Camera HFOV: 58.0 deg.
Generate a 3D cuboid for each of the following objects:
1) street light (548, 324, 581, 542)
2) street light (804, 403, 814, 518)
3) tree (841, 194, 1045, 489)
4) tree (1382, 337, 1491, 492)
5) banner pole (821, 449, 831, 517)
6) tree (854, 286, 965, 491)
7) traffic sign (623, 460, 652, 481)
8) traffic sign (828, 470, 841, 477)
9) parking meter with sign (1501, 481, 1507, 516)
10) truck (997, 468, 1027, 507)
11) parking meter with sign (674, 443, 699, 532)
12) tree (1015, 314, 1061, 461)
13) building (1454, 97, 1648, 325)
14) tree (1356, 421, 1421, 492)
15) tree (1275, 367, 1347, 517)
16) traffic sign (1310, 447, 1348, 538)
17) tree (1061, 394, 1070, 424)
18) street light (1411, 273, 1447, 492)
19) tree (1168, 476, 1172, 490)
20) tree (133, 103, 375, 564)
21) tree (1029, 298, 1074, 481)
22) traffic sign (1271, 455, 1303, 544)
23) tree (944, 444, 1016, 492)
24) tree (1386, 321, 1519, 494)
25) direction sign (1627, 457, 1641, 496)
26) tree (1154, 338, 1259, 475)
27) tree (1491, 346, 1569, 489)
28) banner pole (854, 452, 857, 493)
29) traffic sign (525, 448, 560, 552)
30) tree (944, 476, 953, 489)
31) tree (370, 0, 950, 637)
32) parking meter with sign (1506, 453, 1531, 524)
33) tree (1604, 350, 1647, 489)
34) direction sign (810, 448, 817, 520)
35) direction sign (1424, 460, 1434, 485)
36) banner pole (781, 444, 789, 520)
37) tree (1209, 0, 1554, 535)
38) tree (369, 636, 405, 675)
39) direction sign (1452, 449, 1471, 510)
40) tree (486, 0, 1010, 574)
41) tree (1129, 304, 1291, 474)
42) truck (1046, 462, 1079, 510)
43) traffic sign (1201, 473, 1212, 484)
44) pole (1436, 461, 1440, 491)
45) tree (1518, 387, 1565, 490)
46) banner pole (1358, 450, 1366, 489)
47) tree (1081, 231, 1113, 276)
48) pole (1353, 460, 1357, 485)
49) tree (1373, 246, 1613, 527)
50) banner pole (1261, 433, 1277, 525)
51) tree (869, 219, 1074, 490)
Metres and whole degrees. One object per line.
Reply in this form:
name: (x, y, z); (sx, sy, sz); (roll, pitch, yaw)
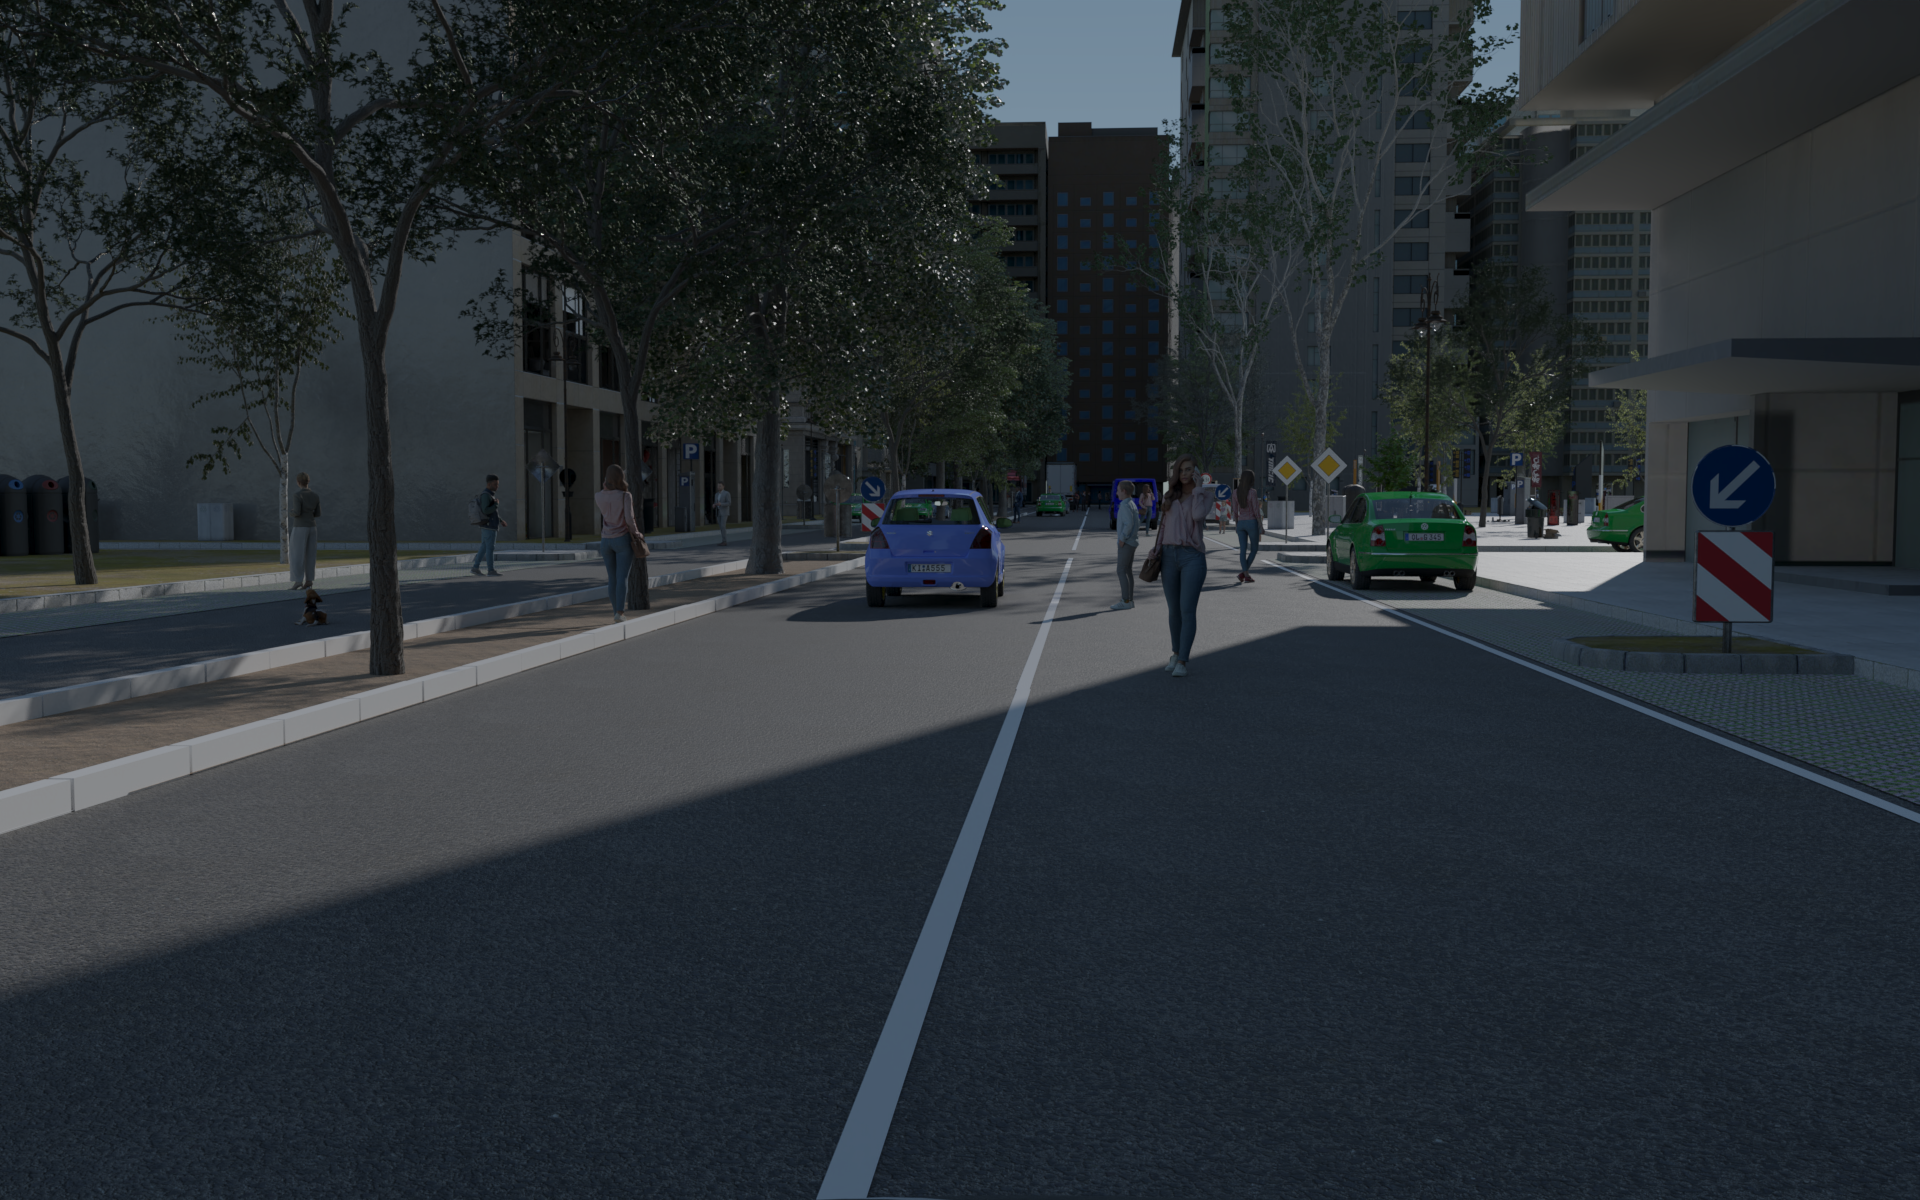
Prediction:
street light: (-10.585, -4.508, 46.498); (0.468, 5.910, 1.993); (0, 4, 4)
street light: (-7.435, -6.962, 86.610); (0.468, 5.910, 1.993); (0, 4, 4)
tree: (-0.796, -8.729, 63.298); (7.486, 12.596, 7.792); (0, 3, 0)
tree: (21.110, -7.847, 78.654); (4.360, 8.622, 3.978); (0, 3, 0)
banner pole: (-7.440, -6.478, 95.930); (0.863, 3.779, 0.401); (3, 5, 40)
tree: (-1.827, -6.273, 55.391); (4.360, 8.622, 3.978); (0, 3, 0)
traffic sign: (-8.587, -2.601, 46.172); (0.795, 2.450, 0.064); (0, 4, 4)
traffic sign: (-6.691, -5.680, 92.967); (0.768, 2.556, 0.104); (0, 4, 5)
parking meter with sign: (32.333, -6.455, 101.804); (0.543, 3.016, 1.738); (-1, 4, -19)
truck: (5.740, -12.218, 188.670); (2.839, 4.237, 11.283); (0, 4, 5)
parking meter with sign: (-9.304, -3.827, 58.825); (0.543, 3.016, 1.738); (0, 4, 4)
tree: (-1.709, -6.846, 48.802); (8.767, 10.594, 7.601); (0, 4, 4)
building: (69.049, -36.202, 211.512); (30.456, 49.044, 23.786); (0, 4, 4)
tree: (11.366, -3.143, 45.988); (1.663, 3.219, 1.824); (0, 3, 0)
tree: (19.701, -8.982, 97.216); (4.737, 8.622, 4.395); (0, 3, 0)
traffic sign: (7.839, -2.033, 36.879); (0.795, 2.450, 0.064); (0, 4, 4)
tree: (1.368, -9.174, 86.863); (8.767, 10.594, 7.601); (0, 4, 4)
street light: (9.803, -3.886, 36.326); (0.468, 5.910, 1.993); (0, 4, 4)
tree: (19.637, -10.126, 160.165); (1.663, 3.219, 1.824); (0, 3, 0)
tree: (-12.647, -4.984, 31.853); (4.360, 8.622, 3.978); (0, 3, 0)
tree: (2.632, -12.168, 108.053); (9.857, 13.997, 8.962); (0, 3, 0)
traffic sign: (8.455, -2.520, 44.840); (0.795, 2.450, 0.064); (0, 4, 4)
tree: (1.412, -8.586, 93.195); (4.737, 8.622, 4.395); (0, 3, 0)
tree: (20.248, -7.496, 72.922); (4.737, 8.622, 4.395); (0, 3, 0)
direction sign: (41.399, -6.998, 106.420); (0.876, 3.537, 0.379); (-1, 4, -13)
tree: (17.550, -12.610, 124.297); (7.486, 12.596, 7.792); (0, 3, 0)
tree: (28.059, -8.283, 85.796); (4.360, 8.622, 3.978); (0, 3, 0)
banner pole: (-6.234, -6.969, 103.953); (0.401, 3.779, 0.863); (-1, 4, -12)
traffic sign: (-9.203, -2.114, 38.211); (0.795, 2.450, 0.064); (0, 4, 4)
tree: (-1.322, -11.447, 181.764); (1.663, 3.219, 1.824); (0, 3, 0)
tree: (-3.917, -5.171, 21.419); (8.767, 10.594, 7.601); (0, 4, 4)
parking meter with sign: (24.018, -4.744, 73.822); (0.543, 3.016, 1.738); (3, 4, 39)
tree: (33.627, -8.208, 84.569); (4.360, 8.622, 3.978); (0, 3, 0)
direction sign: (-7.186, -5.670, 84.698); (0.379, 3.537, 0.876); (1, 4, 15)
direction sign: (31.570, -7.629, 116.723); (0.379, 3.537, 0.876); (-2, 4, -29)
banner pole: (-8.655, -5.841, 85.521); (0.401, 3.779, 0.863); (-3, 4, -37)
tree: (12.012, -12.160, 54.703); (12.611, 20.169, 13.585); (0, 3, 0)
tree: (-4.488, -4.702, 13.753); (8.767, 10.594, 7.601); (0, 4, 4)
direction sign: (25.056, -5.785, 86.574); (0.876, 3.537, 0.379); (1, 4, 21)
tree: (-3.506, -7.442, 30.788); (9.857, 13.997, 8.962); (0, 3, 0)
tree: (16.103, -12.366, 112.558); (12.009, 13.543, 11.850); (0, 3, 0)
truck: (9.356, -10.345, 158.059); (2.839, 4.237, 11.283); (0, 4, 5)
traffic sign: (14.733, -6.353, 103.977); (0.768, 2.556, 0.104); (1, 4, 8)
pole: (29.712, -6.960, 107.635); (0.158, 3.312, 0.155); (0, 3, 0)
tree: (36.286, -9.780, 110.257); (4.737, 8.622, 4.395); (0, 3, 0)
banner pole: (22.716, -6.597, 97.883); (0.863, 3.779, 0.401); (-3, 5, -42)
tree: (12.947, -14.218, 88.356); (12.611, 20.169, 13.585); (0, 3, 0)
pole: (23.577, -6.703, 103.437); (0.158, 3.312, 0.155); (0, 3, 0)
tree: (20.076, -8.054, 66.093); (8.767, 10.594, 7.601); (0, 4, 4)
banner pole: (12.664, -4.976, 71.371); (0.863, 3.779, 0.401); (-1, 4, -10)
tree: (-0.094, -9.323, 71.897); (9.611, 12.733, 9.660); (0, 3, 0)
